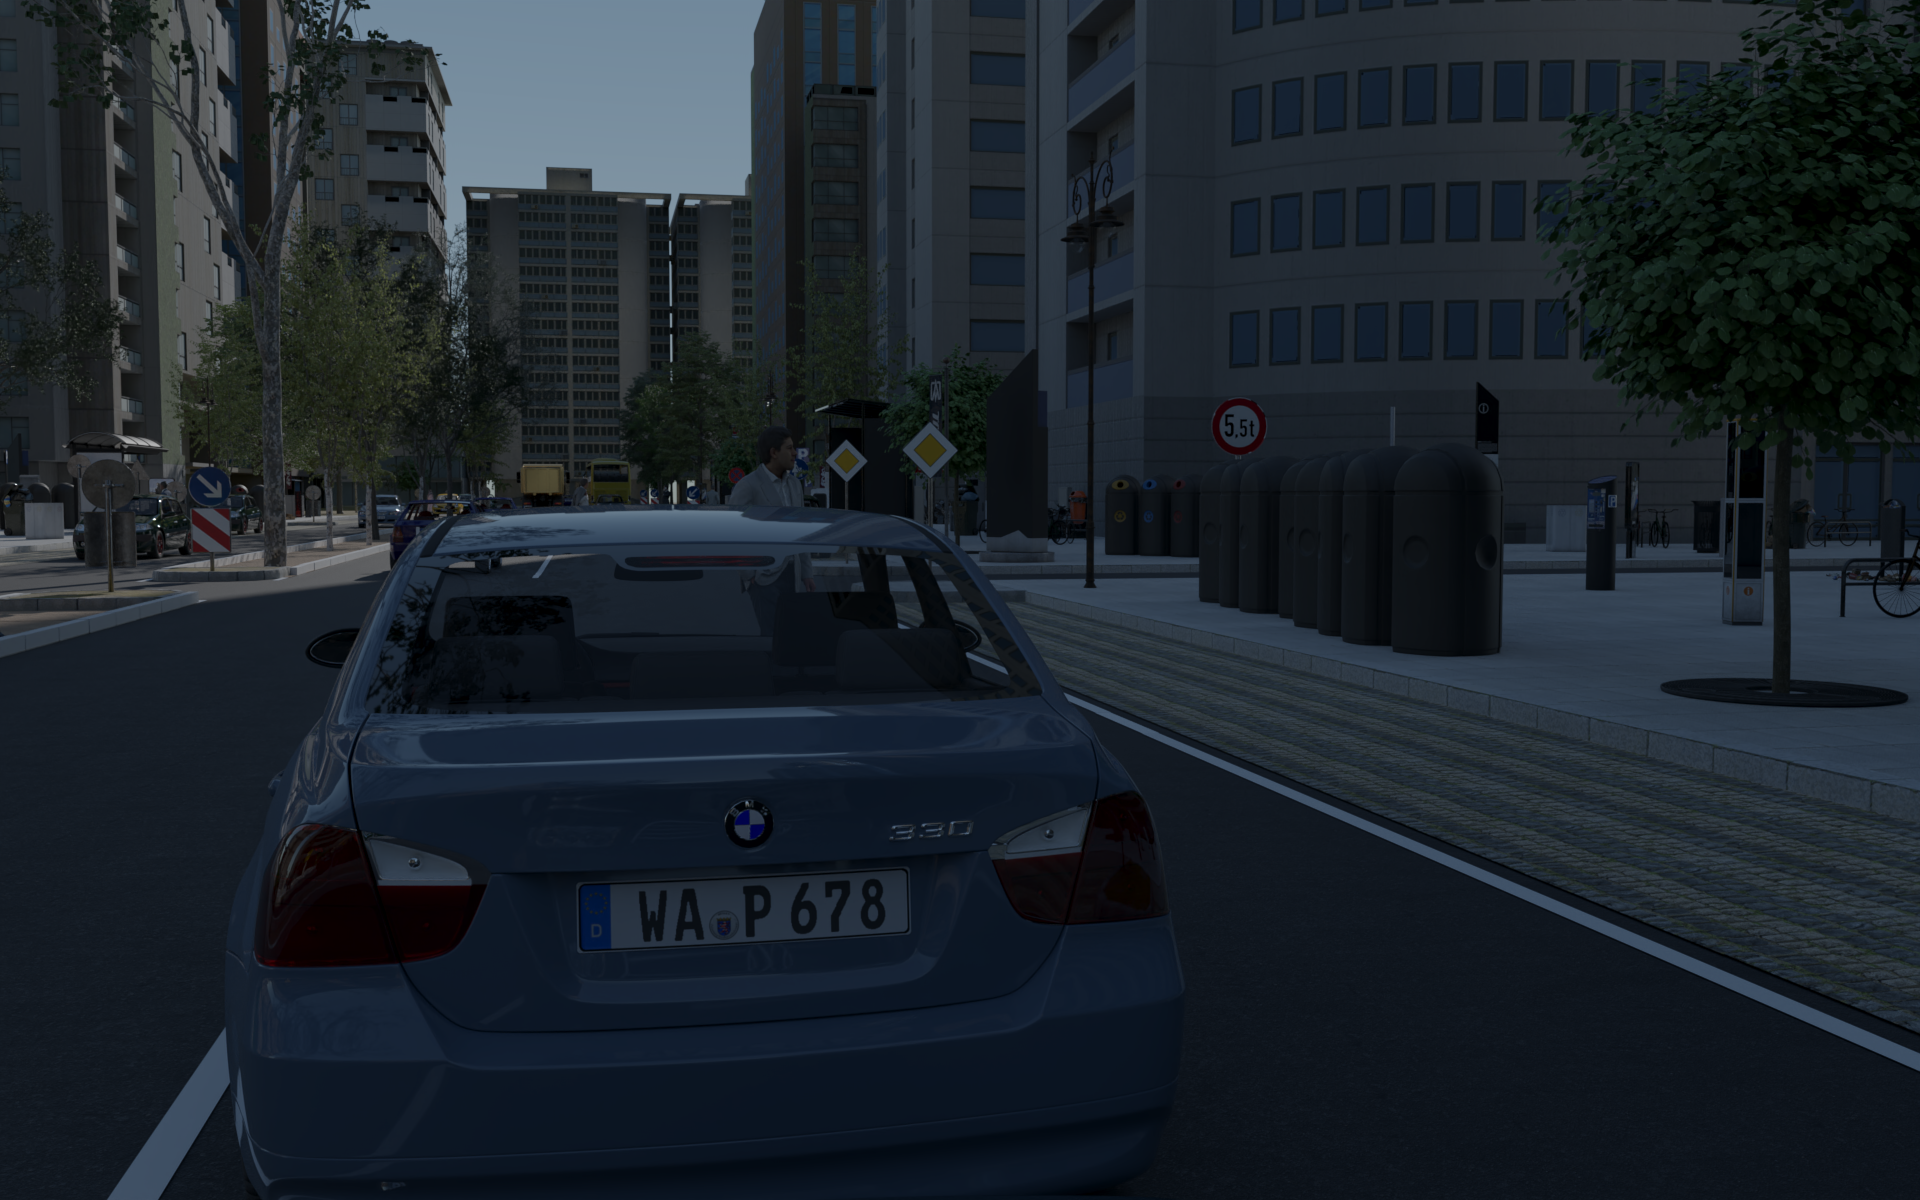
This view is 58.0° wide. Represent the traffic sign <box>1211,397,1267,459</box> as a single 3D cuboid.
[{"bbox_3d":[3.664,-1.392,22.863,0.768,2.556,0.104,-1,4,-10],"label":"traffic sign"}]

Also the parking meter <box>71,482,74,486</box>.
[{"bbox_3d":[-40.481,-4.500,79.293,0.399,1.863,0.255,3,4,37],"label":"parking meter"}]

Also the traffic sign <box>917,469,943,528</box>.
[{"bbox_3d":[-0.711,-2.651,43.342,0.884,2.594,0.081,0,4,-7],"label":"traffic sign"}]

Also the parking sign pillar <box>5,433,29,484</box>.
[{"bbox_3d":[-42.114,-5.436,77.353,1.447,3.967,1.447,3,4,36],"label":"parking sign pillar"}]

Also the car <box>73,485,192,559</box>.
[{"bbox_3d":[-18.732,-1.807,39.327,2.009,1.686,4.222,-1,4,-10],"label":"car"}]

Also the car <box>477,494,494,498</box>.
[{"bbox_3d":[-44.659,-9.260,163.192,2.131,1.459,4.920,-1,4,-12],"label":"car"}]

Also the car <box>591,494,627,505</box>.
[{"bbox_3d":[-19.353,-5.248,95.591,2.009,1.686,4.222,-1,4,-13],"label":"car"}]

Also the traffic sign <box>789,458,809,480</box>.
[{"bbox_3d":[-5.798,-3.781,61.931,0.768,2.556,0.104,0,4,-8],"label":"traffic sign"}]

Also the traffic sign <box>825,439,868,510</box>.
[{"bbox_3d":[-2.085,-1.724,31.829,0.795,2.450,0.064,-1,4,-12],"label":"traffic sign"}]

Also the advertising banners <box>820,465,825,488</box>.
[{"bbox_3d":[-8.693,-6.431,101.329,2.074,3.025,0.090,1,4,14],"label":"advertising banners"}]

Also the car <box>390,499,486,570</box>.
[{"bbox_3d":[-9.535,-1.206,32.304,1.945,1.354,3.894,-1,4,-10],"label":"car"}]

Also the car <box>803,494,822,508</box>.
[{"bbox_3d":[-3.987,-1.838,39.840,2.009,1.686,4.222,-1,4,-11],"label":"car"}]

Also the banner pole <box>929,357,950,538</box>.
[{"bbox_3d":[-0.364,-2.561,31.894,0.401,3.779,0.863,-2,4,-31],"label":"banner pole"}]

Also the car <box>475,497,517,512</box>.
[{"bbox_3d":[-14.763,-2.591,54.943,1.945,1.354,3.894,-1,4,-14],"label":"car"}]

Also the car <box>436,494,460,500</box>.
[{"bbox_3d":[-32.630,-6.122,110.325,2.015,1.641,3.980,-1,4,-12],"label":"car"}]

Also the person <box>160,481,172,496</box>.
[{"bbox_3d":[-23.431,-2.591,51.040,0.419,1.800,0.721,-1,4,-16],"label":"person"}]

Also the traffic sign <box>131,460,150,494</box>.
[{"bbox_3d":[-30.910,-3.983,65.124,0.884,2.594,0.081,0,4,-7],"label":"traffic sign"}]

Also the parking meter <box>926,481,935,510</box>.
[{"bbox_3d":[-1.306,-4.331,76.529,0.399,1.863,0.255,0,4,7],"label":"parking meter"}]

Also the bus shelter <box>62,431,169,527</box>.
[{"bbox_3d":[-28.484,-3.959,58.657,2.014,3.302,5.546,-1,4,-12],"label":"bus shelter"}]

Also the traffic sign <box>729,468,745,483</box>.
[{"bbox_3d":[-10.727,-5.085,83.243,0.768,2.556,0.104,0,4,-4],"label":"traffic sign"}]

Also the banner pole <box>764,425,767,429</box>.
[{"bbox_3d":[-7.049,-4.446,62.704,0.401,3.779,0.863,0,4,-3],"label":"banner pole"}]

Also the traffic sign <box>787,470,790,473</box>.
[{"bbox_3d":[-6.310,-3.696,60.538,0.768,2.556,0.104,0,4,-3],"label":"traffic sign"}]

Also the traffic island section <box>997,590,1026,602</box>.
[{"bbox_3d":[-0.397,-0.111,24.101,2.009,0.180,2.903,-1,4,-12],"label":"traffic island section"}]

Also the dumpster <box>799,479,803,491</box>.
[{"bbox_3d":[-6.943,-4.324,73.196,1.502,2.255,1.985,-1,4,-12],"label":"dumpster"}]

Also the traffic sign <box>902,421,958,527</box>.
[{"bbox_3d":[-0.418,-1.246,24.019,0.795,2.450,0.064,-1,4,-12],"label":"traffic sign"}]

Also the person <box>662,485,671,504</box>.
[{"bbox_3d":[-14.772,-4.820,86.670,0.648,1.900,0.474,3,4,38],"label":"person"}]

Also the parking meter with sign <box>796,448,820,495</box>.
[{"bbox_3d":[-5.647,-4.276,66.169,0.543,3.016,1.738,1,4,19],"label":"parking meter with sign"}]

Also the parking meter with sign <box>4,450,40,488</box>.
[{"bbox_3d":[-37.213,-4.468,69.310,1.738,3.016,0.543,-2,4,-24],"label":"parking meter with sign"}]

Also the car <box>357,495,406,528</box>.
[{"bbox_3d":[-24.951,-3.843,74.839,2.014,1.417,4.499,-1,4,-14],"label":"car"}]

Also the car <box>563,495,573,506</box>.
[{"bbox_3d":[-39.938,-10.057,177.018,1.945,1.354,3.894,-1,4,-11],"label":"car"}]

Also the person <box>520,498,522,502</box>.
[{"bbox_3d":[-30.020,-6.846,120.561,1.348,1.807,0.705,1,4,12],"label":"person"}]

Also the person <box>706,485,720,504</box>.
[{"bbox_3d":[-10.503,-3.986,73.764,0.635,1.810,0.391,0,4,4],"label":"person"}]

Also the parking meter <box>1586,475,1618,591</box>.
[{"bbox_3d":[8.562,-0.899,23.114,0.372,1.533,0.369,0,3,0],"label":"parking meter"}]

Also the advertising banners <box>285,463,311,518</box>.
[{"bbox_3d":[-36.245,-6.036,94.879,2.074,3.025,0.090,2,4,28],"label":"advertising banners"}]

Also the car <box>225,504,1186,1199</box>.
[{"bbox_3d":[-0.803,0.442,4.768,2.014,1.417,4.499,-1,4,-13],"label":"car"}]

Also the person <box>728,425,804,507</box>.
[{"bbox_3d":[-1.199,-0.133,10.517,0.795,1.843,0.661,3,5,40],"label":"person"}]

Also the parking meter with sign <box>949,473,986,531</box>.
[{"bbox_3d":[0.511,-3.871,59.559,1.738,3.016,0.543,0,4,-7],"label":"parking meter with sign"}]

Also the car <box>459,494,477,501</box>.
[{"bbox_3d":[-39.908,-7.855,140.229,2.131,1.459,4.920,-1,4,-13],"label":"car"}]

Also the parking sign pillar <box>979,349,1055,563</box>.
[{"bbox_3d":[1.081,-2.715,32.856,1.447,3.967,1.447,-3,5,-40],"label":"parking sign pillar"}]

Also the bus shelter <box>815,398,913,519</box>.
[{"bbox_3d":[-2.543,-3.321,45.581,1.731,3.624,6.357,-1,4,-12],"label":"bus shelter"}]

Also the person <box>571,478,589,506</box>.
[{"bbox_3d":[-9.379,-2.099,42.922,0.850,1.850,0.679,0,4,-3],"label":"person"}]

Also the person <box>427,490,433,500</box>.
[{"bbox_3d":[-39.798,-7.396,130.092,0.621,1.740,0.551,-1,4,-17],"label":"person"}]

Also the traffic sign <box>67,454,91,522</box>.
[{"bbox_3d":[-28.167,-3.382,55.401,0.768,2.556,0.104,0,4,-2],"label":"traffic sign"}]

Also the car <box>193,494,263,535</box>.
[{"bbox_3d":[-25.888,-3.145,61.211,2.009,1.686,4.222,-1,4,-10],"label":"car"}]

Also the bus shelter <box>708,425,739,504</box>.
[{"bbox_3d":[-13.177,-7.418,98.910,2.179,5.291,8.768,-1,4,-12],"label":"bus shelter"}]

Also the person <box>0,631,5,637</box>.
[{"bbox_3d":[-9.147,-0.202,16.067,0.640,1.303,0.475,1,4,11],"label":"person"}]
